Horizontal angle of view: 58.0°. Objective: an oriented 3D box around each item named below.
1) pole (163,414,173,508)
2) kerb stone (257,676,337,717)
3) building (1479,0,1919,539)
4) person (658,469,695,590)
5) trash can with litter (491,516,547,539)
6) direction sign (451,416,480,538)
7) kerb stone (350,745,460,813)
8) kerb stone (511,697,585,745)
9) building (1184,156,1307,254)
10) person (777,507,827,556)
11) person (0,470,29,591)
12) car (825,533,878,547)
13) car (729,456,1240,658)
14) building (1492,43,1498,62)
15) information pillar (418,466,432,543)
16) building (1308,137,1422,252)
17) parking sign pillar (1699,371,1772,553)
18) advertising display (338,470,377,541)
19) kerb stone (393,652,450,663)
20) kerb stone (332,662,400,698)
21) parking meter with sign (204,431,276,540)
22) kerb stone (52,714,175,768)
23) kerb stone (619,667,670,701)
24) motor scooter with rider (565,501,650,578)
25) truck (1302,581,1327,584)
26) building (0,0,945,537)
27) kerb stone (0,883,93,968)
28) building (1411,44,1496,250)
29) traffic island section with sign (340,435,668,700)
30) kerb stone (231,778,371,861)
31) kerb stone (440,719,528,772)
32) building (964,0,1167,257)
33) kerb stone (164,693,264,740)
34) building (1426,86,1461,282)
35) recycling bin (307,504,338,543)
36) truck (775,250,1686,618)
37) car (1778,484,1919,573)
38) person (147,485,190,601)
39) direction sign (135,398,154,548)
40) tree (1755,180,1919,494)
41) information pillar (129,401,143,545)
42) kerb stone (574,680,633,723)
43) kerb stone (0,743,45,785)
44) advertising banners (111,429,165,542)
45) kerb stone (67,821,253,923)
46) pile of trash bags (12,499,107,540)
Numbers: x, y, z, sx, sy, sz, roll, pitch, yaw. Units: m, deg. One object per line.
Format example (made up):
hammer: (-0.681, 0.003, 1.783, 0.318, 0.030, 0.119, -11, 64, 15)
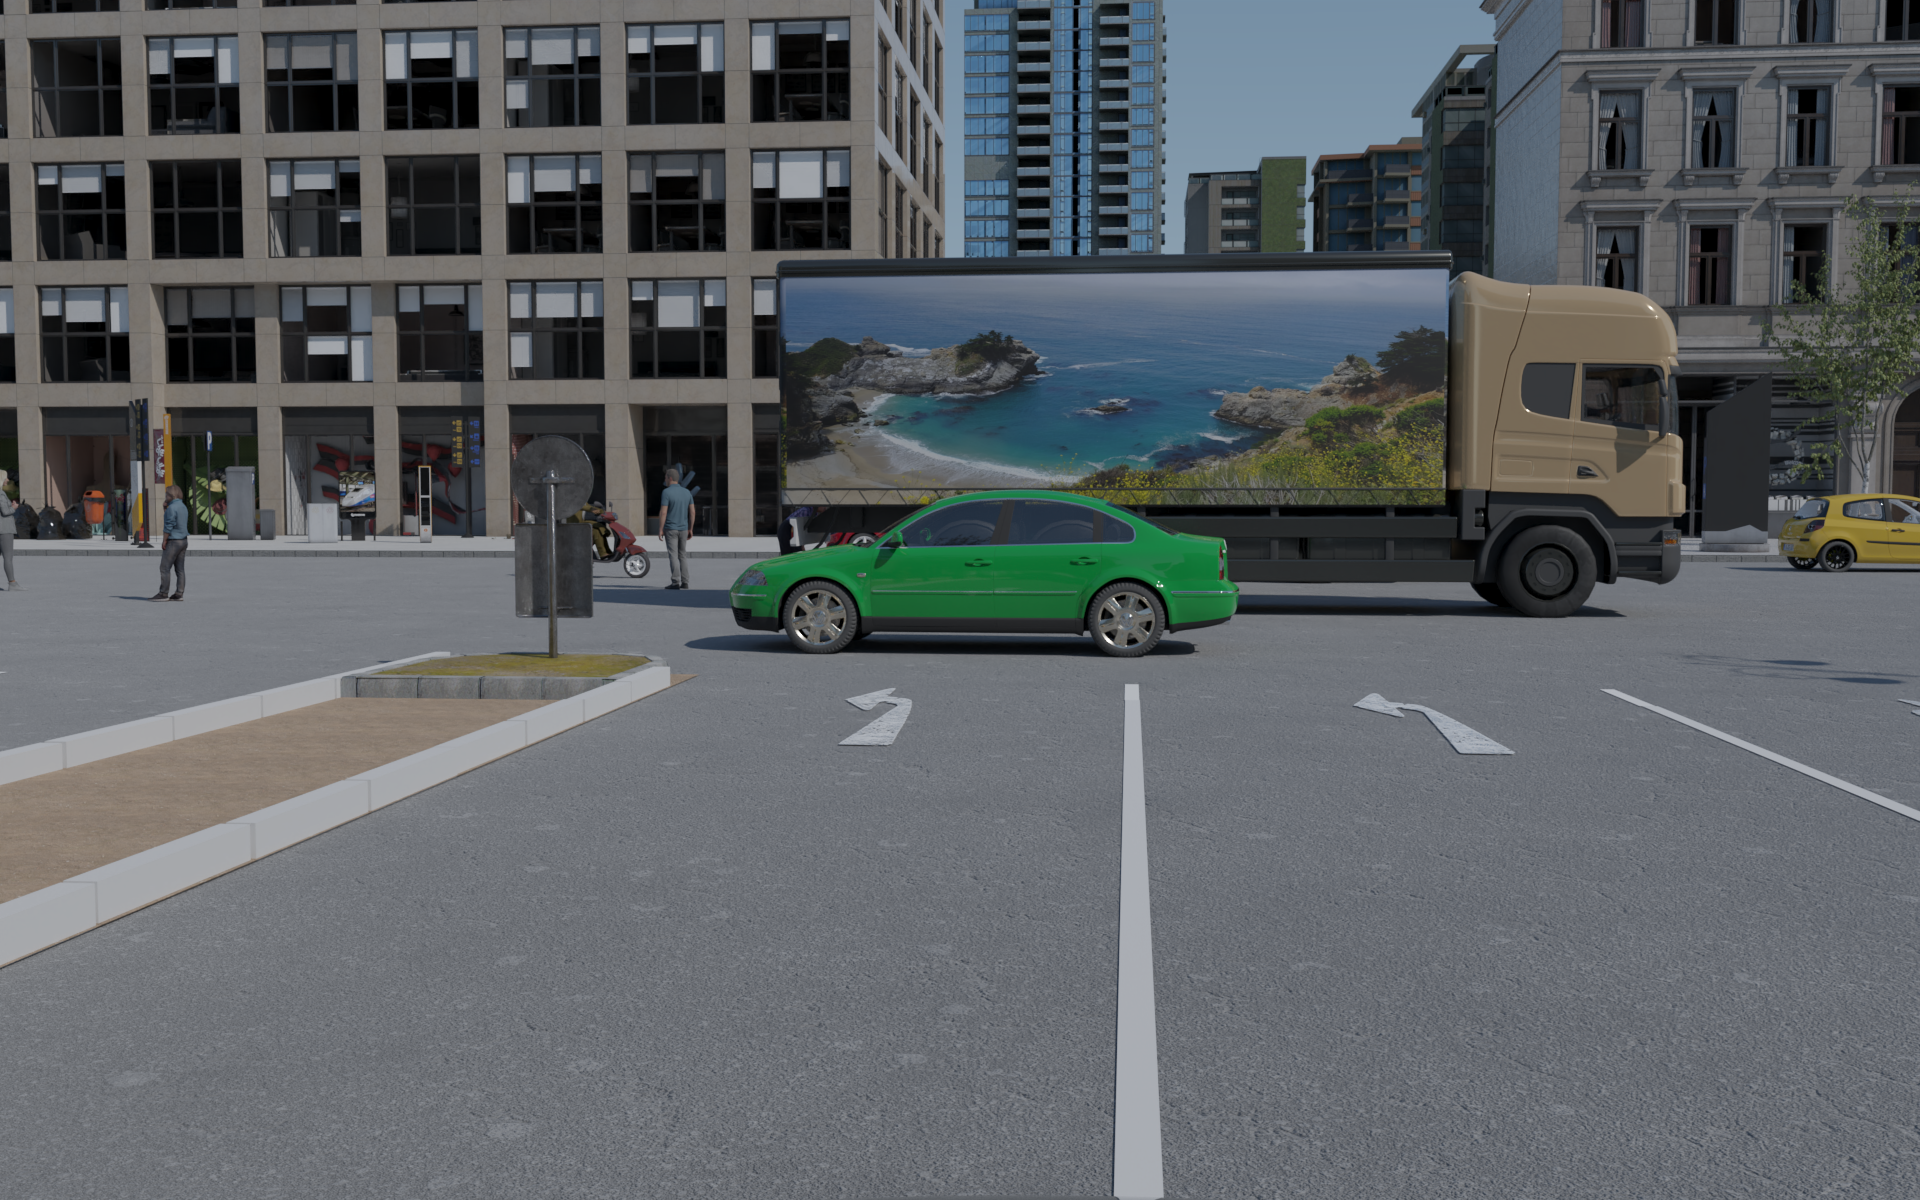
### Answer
pole: (-20.179, -3.078, 44.162, 0.158, 3.312, 0.155, 0, 3, 0)
kerb stone: (-4.451, 0.652, 11.538, 0.120, 0.150, 1.000, 0, 4, 6)
building: (18.709, -12.381, 53.333, 40.483, 20.767, 10.553, 0, 4, 6)
person: (-4.288, -1.069, 26.104, 0.598, 1.807, 0.434, -2, 4, -34)
trash can with litter: (-12.222, -2.347, 49.431, 2.233, 1.210, 1.678, 0, 4, 3)
direction sign: (-14.435, -3.587, 50.648, 0.876, 3.537, 0.379, -3, 5, -41)
kerb stone: (-2.656, 0.851, 8.282, 0.120, 0.150, 1.000, 0, 4, 6)
kerb stone: (-2.464, 0.726, 10.324, 0.120, 0.150, 1.000, 0, 4, 6)
building: (34.688, -32.374, 212.903, 14.086, 41.232, 14.154, 0, 4, 6)
person: (-2.157, -0.736, 23.774, 0.697, 1.427, 0.421, 1, 4, 11)
person: (-14.162, -1.039, 25.670, 0.526, 1.800, 0.537, -3, 4, -36)
car: (-0.511, -1.583, 34.920, 4.494, 1.783, 2.155, 0, 4, 6)
car: (0.210, -0.447, 16.102, 4.718, 1.807, 1.959, 0, 4, 6)
building: (40.491, -20.729, 110.628, 14.160, 30.474, 14.107, 0, 4, 6)
information pillar: (-14.026, -2.504, 45.427, 0.304, 2.012, 0.304, -1, 4, -18)
building: (56.689, -34.277, 215.057, 28.867, 44.769, 22.147, 0, 4, 6)
parking sign pillar: (17.231, -3.056, 38.437, 1.447, 3.967, 1.447, 1, 4, 14)
advertising display: (-16.482, -2.580, 47.398, 0.974, 1.923, 0.123, -1, 4, -16)
kerb stone: (-4.250, 0.527, 13.582, 0.120, 0.150, 1.000, 0, 4, 6)
kerb stone: (-4.350, 0.589, 12.559, 0.120, 0.150, 1.000, 0, 4, 6)
parking meter with sign: (-19.957, -3.168, 48.056, 1.738, 3.016, 0.543, -1, 4, -11)
kerb stone: (-4.649, 0.779, 9.494, 0.120, 0.150, 1.000, 0, 4, 6)
kerb stone: (-2.261, 0.601, 12.370, 0.120, 0.150, 1.000, 0, 4, 6)
motor scooter with rider: (-6.268, -1.259, 29.542, 1.986, 1.779, 0.876, 0, 4, 6)
truck: (3.731, -2.024, 29.022, 9.791, 3.379, 3.469, 0, 4, 7)
building: (-18.449, -15.698, 61.183, 34.151, 26.468, 19.350, 0, 4, 6)
kerb stone: (-2.959, 1.038, 5.218, 0.120, 0.150, 1.000, 0, 4, 6)
building: (51.695, -27.641, 143.813, 32.217, 40.220, 23.993, 0, 4, 6)
traffic island section with sign: (-3.248, -0.294, 12.948, 2.006, 1.907, 1.989, 0, 4, 6)
kerb stone: (-2.758, 0.914, 7.259, 0.120, 0.150, 1.000, 0, 4, 6)
kerb stone: (-2.568, 0.791, 9.304, 0.120, 0.150, 1.000, 0, 4, 6)
building: (12.677, -55.374, 218.036, 31.000, 86.520, 22.319, 0, 4, 6)
kerb stone: (-4.551, 0.714, 10.514, 0.120, 0.150, 1.000, 0, 4, 6)
building: (40.807, -21.640, 125.523, 14.160, 30.474, 14.107, 0, 4, 6)
recycling bin: (-16.726, -2.011, 45.430, 0.722, 1.027, 0.722, -1, 4, -22)
truck: (3.519, -1.985, 21.364, 11.283, 4.237, 2.839, 0, 4, 6)
car: (17.455, -1.346, 32.234, 3.980, 1.641, 2.015, 0, 4, 5)
person: (-10.511, -0.758, 23.099, 0.429, 1.552, 0.499, 2, 4, 26)
direction sign: (-19.415, -3.008, 41.185, 0.379, 3.537, 0.876, -3, 5, -42)
tree: (21.553, -5.565, 41.354, 4.737, 8.622, 4.395, 0, 3, 0)
information pillar: (-20.601, -3.177, 43.291, 0.183, 3.616, 0.504, -3, 5, -45)
kerb stone: (-2.359, 0.667, 11.349, 0.120, 0.150, 1.000, 0, 4, 6)
kerb stone: (-4.752, 0.844, 8.468, 0.120, 0.150, 1.000, 0, 4, 6)
advertising banners: (-22.071, -3.085, 46.631, 2.074, 3.025, 0.090, 1, 4, 22)
kerb stone: (-2.866, 0.976, 6.239, 0.120, 0.150, 1.000, 0, 4, 6)
pile of trash bags: (-25.284, -2.395, 48.915, 3.447, 1.369, 1.912, 2, 4, 30)
